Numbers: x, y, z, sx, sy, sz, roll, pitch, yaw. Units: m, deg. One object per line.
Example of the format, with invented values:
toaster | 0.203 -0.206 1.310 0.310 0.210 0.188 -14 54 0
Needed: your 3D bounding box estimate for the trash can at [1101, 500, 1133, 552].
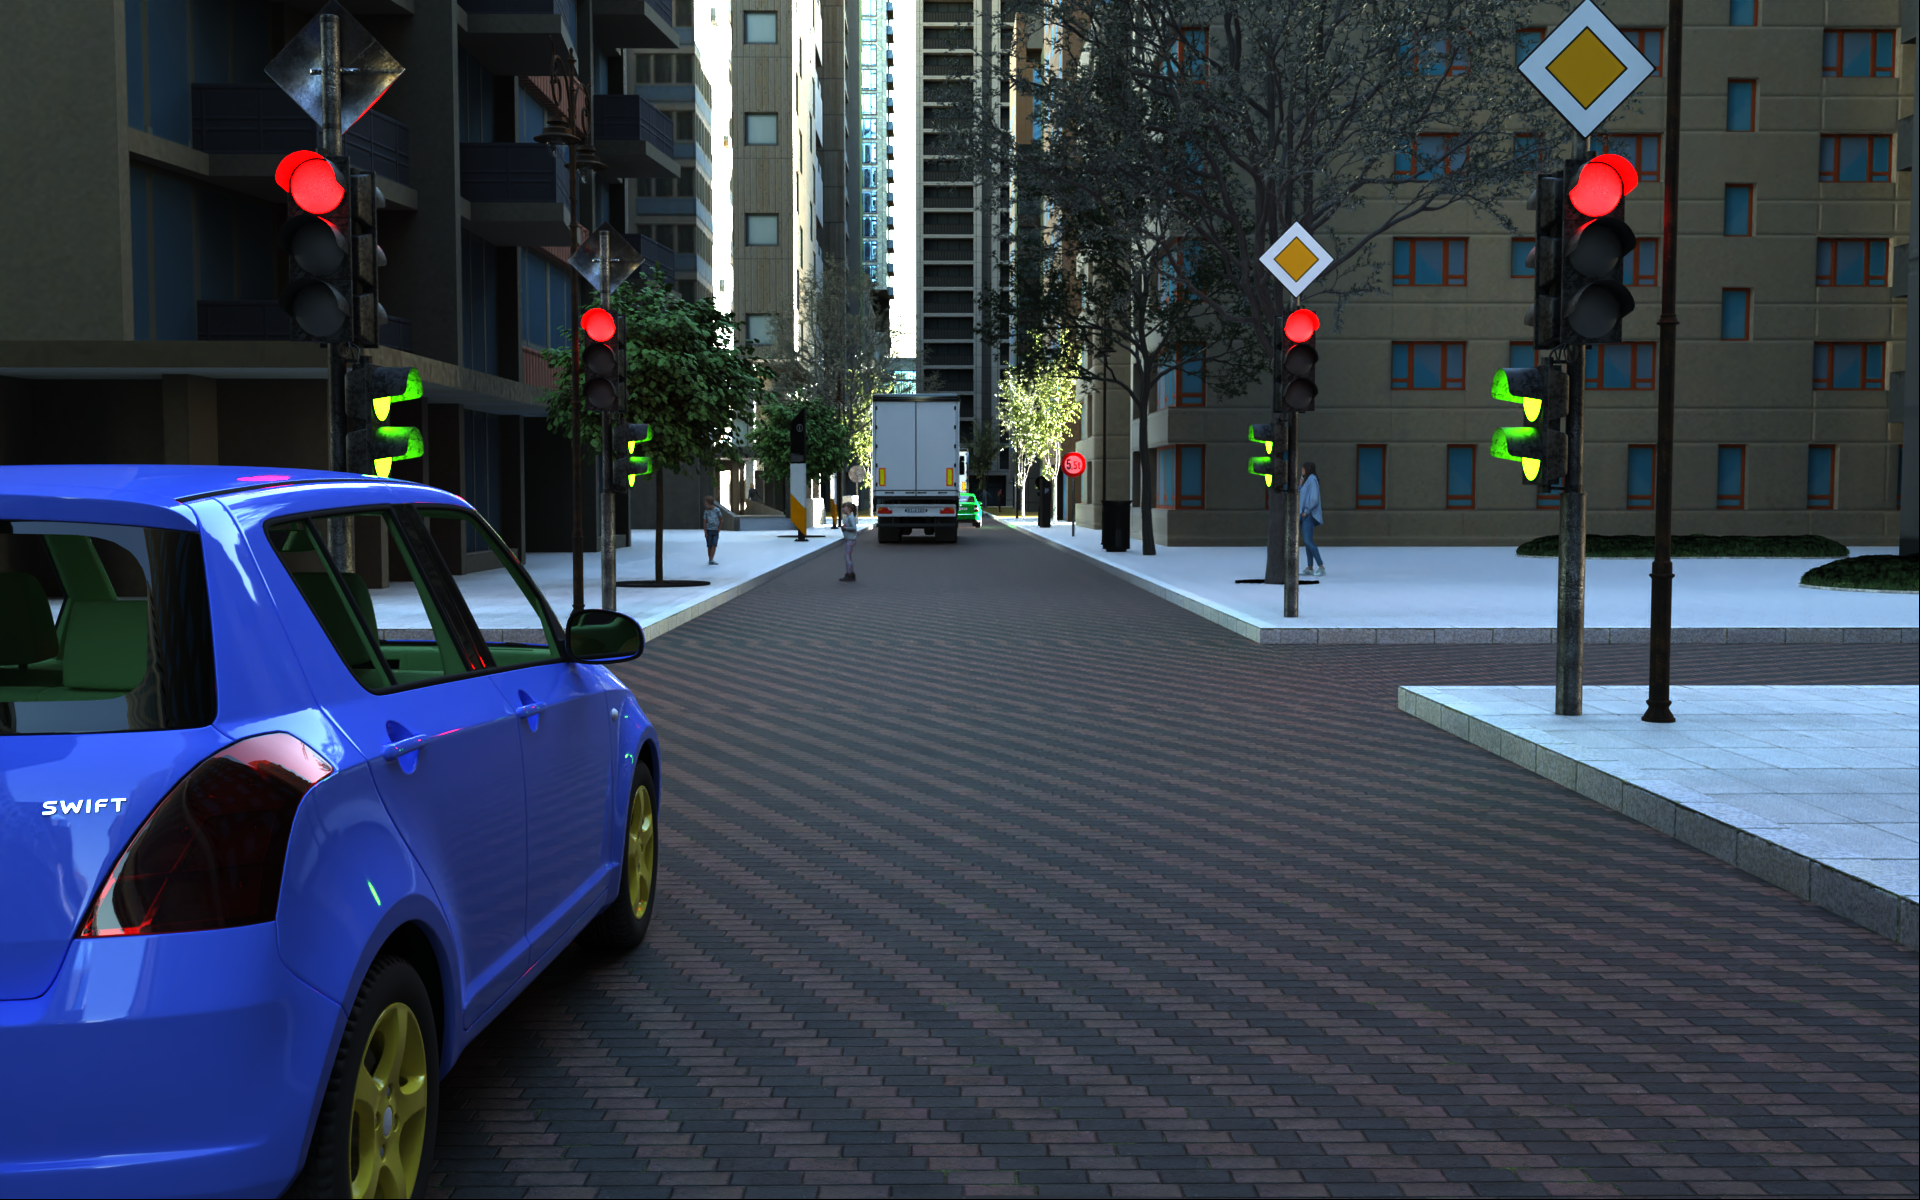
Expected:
trash can | 3.485 -1.646 38.568 0.748 1.137 0.748 0 3 0

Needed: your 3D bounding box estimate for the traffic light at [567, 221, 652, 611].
traffic light | -3.624 -1.770 17.864 0.839 4.253 0.868 0 4 -1

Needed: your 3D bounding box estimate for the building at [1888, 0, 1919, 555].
building | 30.105 -24.872 30.366 21.600 48.544 21.300 0 4 -1

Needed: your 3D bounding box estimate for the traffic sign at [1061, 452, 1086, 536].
traffic sign | 3.434 -3.200 52.434 0.768 2.556 0.104 0 4 8

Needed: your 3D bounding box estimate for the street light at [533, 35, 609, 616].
street light | -4.024 -2.772 18.103 0.468 5.910 1.993 0 4 -1

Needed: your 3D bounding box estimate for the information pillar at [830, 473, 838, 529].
information pillar | -4.647 -4.421 63.633 0.183 3.616 0.504 -2 4 -24

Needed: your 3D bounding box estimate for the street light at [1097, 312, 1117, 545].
street light | 3.653 -4.342 43.780 0.468 5.910 1.993 0 4 -1

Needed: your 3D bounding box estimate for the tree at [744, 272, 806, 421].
tree | -5.868 -10.812 87.150 12.009 13.543 11.850 0 3 0

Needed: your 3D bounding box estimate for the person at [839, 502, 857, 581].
person | -1.845 -0.965 28.550 0.394 1.301 0.425 -2 4 -35

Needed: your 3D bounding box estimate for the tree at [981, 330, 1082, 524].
tree | 3.846 -7.586 74.397 4.737 8.622 4.395 0 3 0

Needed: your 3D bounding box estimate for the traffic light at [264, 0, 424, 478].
traffic light | -3.534 -1.282 9.879 0.839 4.253 0.868 0 4 -1

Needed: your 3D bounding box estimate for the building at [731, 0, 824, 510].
building | -22.582 -31.625 106.312 28.713 52.752 27.495 0 4 -1

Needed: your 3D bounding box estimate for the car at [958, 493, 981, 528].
car | -0.029 -4.049 75.004 1.959 1.807 4.718 0 4 -2

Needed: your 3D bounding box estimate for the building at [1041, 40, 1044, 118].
building | 12.015 -20.707 110.257 14.160 30.474 14.107 0 4 -1

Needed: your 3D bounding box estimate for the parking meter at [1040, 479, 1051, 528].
parking meter | 3.277 -3.709 66.359 0.399 1.863 0.255 -2 4 -23

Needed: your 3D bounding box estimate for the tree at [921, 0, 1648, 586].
tree | 4.522 -6.985 24.572 12.009 13.543 11.850 0 3 0

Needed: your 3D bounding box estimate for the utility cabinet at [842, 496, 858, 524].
utility cabinet | -4.743 -3.887 74.712 0.306 1.237 1.020 -2 4 -28

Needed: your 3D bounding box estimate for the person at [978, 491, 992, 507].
person | 2.409 -9.741 165.396 1.350 1.814 0.705 1 4 12

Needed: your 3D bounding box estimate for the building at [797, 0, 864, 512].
building | -14.472 -27.151 127.508 14.154 41.232 14.086 0 4 -1

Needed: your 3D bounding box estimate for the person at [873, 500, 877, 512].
person | -6.266 -7.331 126.726 0.721 1.723 1.217 1 4 20

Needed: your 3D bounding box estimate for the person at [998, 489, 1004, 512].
person | 2.891 -7.059 122.926 0.415 1.643 0.593 -1 4 -13

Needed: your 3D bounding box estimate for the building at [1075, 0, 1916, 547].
building | 18.719 -12.913 56.159 27.650 21.520 28.899 0 4 -1

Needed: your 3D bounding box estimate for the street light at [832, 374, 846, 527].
street light | -4.660 -5.760 66.969 0.468 5.910 1.993 0 4 -1

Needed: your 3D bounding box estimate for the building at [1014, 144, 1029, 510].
building | 11.541 -22.896 146.047 14.160 30.474 14.107 0 4 -1

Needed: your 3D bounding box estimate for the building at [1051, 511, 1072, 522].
building | 11.449 -26.617 85.303 14.600 45.320 14.200 0 4 -1

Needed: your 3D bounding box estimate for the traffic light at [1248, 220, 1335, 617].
traffic light | 3.436 -1.776 17.959 0.839 4.253 0.868 0 4 -1

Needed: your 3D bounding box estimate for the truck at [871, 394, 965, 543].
truck | -1.252 -3.981 54.008 2.839 4.237 11.283 0 4 0

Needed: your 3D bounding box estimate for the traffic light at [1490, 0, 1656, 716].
traffic light | 3.527 -1.288 9.975 0.839 4.253 0.868 0 4 -1

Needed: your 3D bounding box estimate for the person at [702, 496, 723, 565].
person | -4.505 -1.274 31.564 0.332 1.250 0.352 2 4 32

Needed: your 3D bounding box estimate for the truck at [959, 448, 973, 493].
truck | -0.644 -7.427 110.342 2.839 4.237 11.283 0 4 1

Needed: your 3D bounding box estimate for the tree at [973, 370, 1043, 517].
tree | 3.721 -8.956 96.801 4.360 8.622 3.978 0 3 0

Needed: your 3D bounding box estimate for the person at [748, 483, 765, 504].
person | -9.334 -4.585 81.226 1.509 1.804 0.699 -1 4 -11

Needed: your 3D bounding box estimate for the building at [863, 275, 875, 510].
building | -22.453 -18.858 153.368 28.899 21.520 27.650 0 4 -1

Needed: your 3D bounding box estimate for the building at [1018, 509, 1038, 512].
building | 14.934 -42.127 127.035 20.563 71.187 20.611 0 4 -1

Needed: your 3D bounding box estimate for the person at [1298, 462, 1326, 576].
person | 5.535 -1.284 27.295 0.793 1.790 0.793 -2 4 -29

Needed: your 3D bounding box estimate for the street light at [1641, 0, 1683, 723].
street light | 3.950 -2.252 9.615 0.468 5.910 1.993 0 4 -1

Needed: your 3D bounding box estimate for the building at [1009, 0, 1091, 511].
building | 11.732 -31.169 159.724 14.600 45.320 14.200 0 4 -1

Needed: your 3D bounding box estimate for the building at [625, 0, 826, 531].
building | -21.863 -22.945 67.032 32.217 40.220 23.993 0 4 -1

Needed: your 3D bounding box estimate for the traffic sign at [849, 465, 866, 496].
traffic sign | -4.567 -4.694 76.847 0.768 2.556 0.104 0 4 2

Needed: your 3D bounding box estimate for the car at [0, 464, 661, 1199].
car | -1.843 0.318 4.396 1.945 1.707 3.694 0 4 0

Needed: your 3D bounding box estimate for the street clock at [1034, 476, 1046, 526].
street clock | 3.243 -3.987 69.759 0.471 2.002 0.358 0 4 -7

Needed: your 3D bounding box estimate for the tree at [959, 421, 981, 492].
tree | 2.121 -13.461 170.451 4.737 8.622 4.395 0 3 0

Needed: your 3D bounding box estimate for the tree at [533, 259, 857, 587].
tree | -4.198 -2.481 24.275 4.285 4.588 4.351 0 3 0

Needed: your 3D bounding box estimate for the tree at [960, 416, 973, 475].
tree | 2.068 -12.537 155.348 4.360 8.622 3.978 0 3 0

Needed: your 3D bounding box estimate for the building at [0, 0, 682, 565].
building | -17.568 -23.116 32.573 22.147 44.769 28.867 0 4 -1

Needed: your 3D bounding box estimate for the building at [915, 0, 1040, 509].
building | 5.594 -45.838 187.710 20.611 71.187 20.563 0 4 -1

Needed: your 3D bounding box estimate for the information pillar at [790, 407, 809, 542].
information pillar | -4.366 -3.396 46.884 0.504 3.616 0.183 2 4 31

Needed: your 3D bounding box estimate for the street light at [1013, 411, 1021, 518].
street light | 3.028 -7.276 91.744 0.468 5.910 1.993 0 4 -1

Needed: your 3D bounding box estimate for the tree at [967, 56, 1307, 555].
tree | 3.640 -6.222 36.138 7.601 10.594 8.767 0 4 -5

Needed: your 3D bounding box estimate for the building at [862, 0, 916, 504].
building | -20.219 -53.522 187.758 31.000 86.520 22.319 0 4 -1

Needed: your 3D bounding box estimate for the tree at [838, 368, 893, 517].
tree | -5.254 -9.000 97.516 4.737 8.622 4.395 0 3 0
